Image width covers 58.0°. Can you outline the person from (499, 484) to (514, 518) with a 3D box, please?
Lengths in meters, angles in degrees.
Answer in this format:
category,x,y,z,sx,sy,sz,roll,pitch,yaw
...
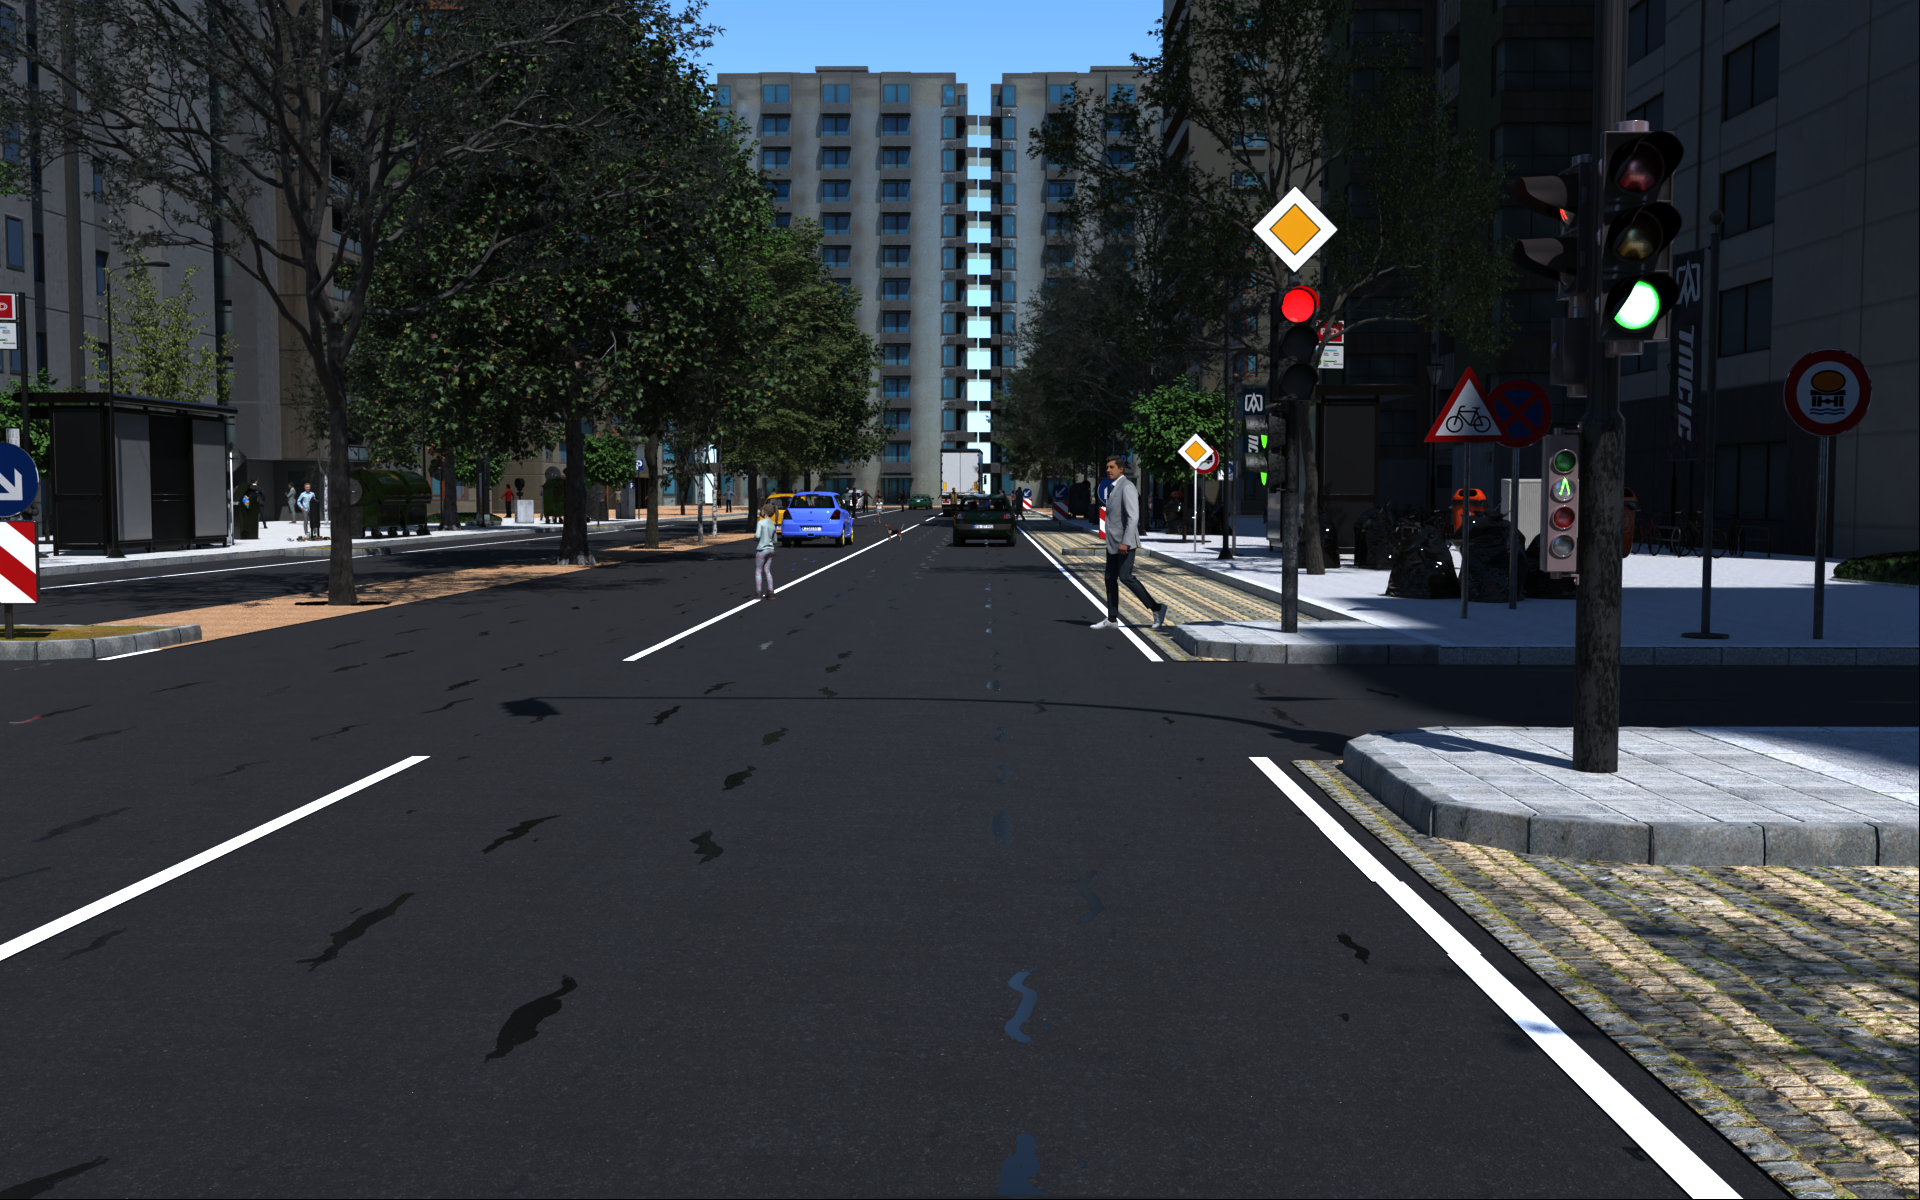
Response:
category,x,y,z,sx,sy,sz,roll,pitch,yaw
person,-24.388,-5.346,93.386,0.705,1.831,1.348,1,4,20

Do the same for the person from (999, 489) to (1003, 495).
category,x,y,z,sx,sy,sz,roll,pitch,yaw
person,3.145,-7.744,135.095,0.705,1.826,1.348,-2,4,-29

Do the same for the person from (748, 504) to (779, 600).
category,x,y,z,sx,sy,sz,roll,pitch,yaw
person,-2.667,-0.651,23.428,0.394,1.301,0.425,1,4,19

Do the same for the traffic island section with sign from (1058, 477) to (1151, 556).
category,x,y,z,sx,sy,sz,roll,pitch,yaw
traffic island section with sign,3.410,-1.959,40.655,1.989,1.847,2.006,0,4,1

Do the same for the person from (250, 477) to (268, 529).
category,x,y,z,sx,sy,sz,roll,pitch,yaw
person,-26.116,-3.607,64.379,0.648,1.900,0.474,-1,4,-16

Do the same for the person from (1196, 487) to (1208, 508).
category,x,y,z,sx,sy,sz,roll,pitch,yaw
person,14.775,-6.141,107.164,1.217,1.735,0.721,2,4,33

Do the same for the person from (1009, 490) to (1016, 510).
category,x,y,z,sx,sy,sz,roll,pitch,yaw
person,4.292,-7.826,137.161,0.721,1.736,1.217,3,5,41

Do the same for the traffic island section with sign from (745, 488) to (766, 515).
category,x,y,z,sx,sy,sz,roll,pitch,yaw
traffic island section with sign,-13.571,-6.693,118.056,1.989,1.847,2.006,0,4,1

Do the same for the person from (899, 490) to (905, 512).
category,x,y,z,sx,sy,sz,roll,pitch,yaw
person,-4.699,-7.957,139.423,0.721,1.723,1.217,1,4,17

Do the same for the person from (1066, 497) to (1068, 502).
category,x,y,z,sx,sy,sz,roll,pitch,yaw
person,10.712,-9.997,171.947,1.348,1.824,0.705,0,4,-2

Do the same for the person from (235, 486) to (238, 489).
category,x,y,z,sx,sy,sz,roll,pitch,yaw
person,-28.237,-3.665,67.779,0.330,1.601,0.589,-2,4,-33

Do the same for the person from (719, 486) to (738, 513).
category,x,y,z,sx,sy,sz,roll,pitch,yaw
person,-16.090,-6.996,120.411,1.348,1.826,0.705,1,4,10

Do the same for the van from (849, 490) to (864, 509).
category,x,y,z,sx,sy,sz,roll,pitch,yaw
van,-10.012,-9.626,164.398,2.013,2.044,4.112,0,4,2

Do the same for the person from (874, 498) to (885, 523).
category,x,y,z,sx,sy,sz,roll,pitch,yaw
person,-4.046,-4.492,86.963,0.505,1.210,0.382,-2,4,-23

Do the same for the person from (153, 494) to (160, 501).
category,x,y,z,sx,sy,sz,roll,pitch,yaw
person,-20.419,-2.263,43.396,0.716,1.782,0.532,-2,4,-27

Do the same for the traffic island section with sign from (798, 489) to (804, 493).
category,x,y,z,sx,sy,sz,roll,pitch,yaw
traffic island section with sign,-13.192,-8.346,145.086,1.989,1.847,2.006,0,4,1

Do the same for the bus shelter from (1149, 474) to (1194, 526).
category,x,y,z,sx,sy,sz,roll,pitch,yaw
bus shelter,8.804,-5.732,71.345,2.179,5.291,8.768,0,4,1

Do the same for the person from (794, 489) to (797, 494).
category,x,y,z,sx,sy,sz,roll,pitch,yaw
person,-15.167,-9.446,161.285,0.742,1.727,0.445,-3,5,-40

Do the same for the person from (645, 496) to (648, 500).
category,x,y,z,sx,sy,sz,roll,pitch,yaw
person,-19.833,-6.453,111.551,0.705,1.824,1.348,2,4,24

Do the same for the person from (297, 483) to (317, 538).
category,x,y,z,sx,sy,sz,roll,pitch,yaw
person,-19.103,-2.624,50.752,0.589,1.601,0.330,-2,4,-26

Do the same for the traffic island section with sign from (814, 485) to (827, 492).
category,x,y,z,sx,sy,sz,roll,pitch,yaw
traffic island section with sign,-7.406,-5.068,91.006,2.006,1.907,1.989,0,4,1

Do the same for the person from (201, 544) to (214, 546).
category,x,y,z,sx,sy,sz,roll,pitch,yaw
person,-18.596,-2.232,42.722,0.473,1.802,0.592,-2,4,-29

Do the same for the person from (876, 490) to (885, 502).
category,x,y,z,sx,sy,sz,roll,pitch,yaw
person,-6.014,-7.403,130.254,0.721,1.735,1.217,2,4,29

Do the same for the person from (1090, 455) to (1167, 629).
category,x,y,z,sx,sy,sz,roll,pitch,yaw
person,1.782,-0.612,18.354,0.795,1.843,0.661,-1,4,-10

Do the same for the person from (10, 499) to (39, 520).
category,x,y,z,sx,sy,sz,roll,pitch,yaw
person,-13.018,-0.935,23.977,0.537,1.800,0.526,-3,5,-41

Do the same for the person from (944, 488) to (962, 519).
category,x,y,z,sx,sy,sz,roll,pitch,yaw
person,-0.348,-5.673,101.345,1.348,1.812,0.705,-2,4,-25

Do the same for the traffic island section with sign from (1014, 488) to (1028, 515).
category,x,y,z,sx,sy,sz,roll,pitch,yaw
traffic island section with sign,4.452,-6.693,118.062,1.989,1.847,2.006,0,4,1

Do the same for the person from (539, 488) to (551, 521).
category,x,y,z,sx,sy,sz,roll,pitch,yaw
person,-20.106,-4.784,84.061,0.655,1.846,0.447,0,4,2

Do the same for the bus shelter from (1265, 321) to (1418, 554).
category,x,y,z,sx,sy,sz,roll,pitch,yaw
bus shelter,7.735,-3.653,37.360,2.179,5.291,8.768,0,4,1

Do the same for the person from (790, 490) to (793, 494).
category,x,y,z,sx,sy,sz,roll,pitch,yaw
person,-13.491,-7.953,139.259,1.217,1.735,0.721,1,4,11

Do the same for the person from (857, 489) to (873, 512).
category,x,y,z,sx,sy,sz,roll,pitch,yaw
person,-7.365,-7.728,134.989,1.348,1.807,0.705,1,4,15

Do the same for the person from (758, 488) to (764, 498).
category,x,y,z,sx,sy,sz,roll,pitch,yaw
person,-18.413,-9.279,157.719,1.348,1.831,0.705,1,4,16

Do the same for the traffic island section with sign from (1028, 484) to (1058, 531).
category,x,y,z,sx,sy,sz,roll,pitch,yaw
traffic island section with sign,3.782,-3.613,67.708,1.989,1.847,2.006,0,4,1

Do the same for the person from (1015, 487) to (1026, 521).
category,x,y,z,sx,sy,sz,roll,pitch,yaw
person,3.069,-4.999,90.338,0.767,1.812,0.694,0,4,-8

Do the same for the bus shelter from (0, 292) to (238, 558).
category,x,y,z,sx,sy,sz,roll,pitch,yaw
bus shelter,-18.413,-3.638,37.117,2.179,5.291,8.768,0,4,1

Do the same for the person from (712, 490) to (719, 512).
category,x,y,z,sx,sy,sz,roll,pitch,yaw
person,-17.875,-7.359,126.371,0.705,1.822,1.348,1,4,10

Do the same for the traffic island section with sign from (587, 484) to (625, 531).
category,x,y,z,sx,sy,sz,roll,pitch,yaw
traffic island section with sign,-14.239,-3.624,67.888,1.989,1.847,2.006,0,4,1

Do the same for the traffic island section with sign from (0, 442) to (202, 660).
category,x,y,z,sx,sy,sz,roll,pitch,yaw
traffic island section with sign,-8.411,-0.473,15.874,2.006,1.907,1.989,0,4,1

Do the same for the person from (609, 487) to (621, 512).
category,x,y,z,sx,sy,sz,roll,pitch,yaw
person,-24.681,-7.278,125.042,1.348,1.824,0.705,1,4,11

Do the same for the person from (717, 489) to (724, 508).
category,x,y,z,sx,sy,sz,roll,pitch,yaw
person,-22.304,-9.384,160.189,1.217,1.735,0.721,3,4,36

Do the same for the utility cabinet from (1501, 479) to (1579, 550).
category,x,y,z,sx,sy,sz,roll,pitch,yaw
utility cabinet,8.484,-1.009,25.183,1.173,1.500,0.318,0,4,-6

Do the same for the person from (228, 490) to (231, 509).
category,x,y,z,sx,sy,sz,roll,pitch,yaw
person,-32.378,-4.272,76.243,0.624,1.780,0.694,3,5,43

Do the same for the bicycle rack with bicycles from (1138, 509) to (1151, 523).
category,x,y,z,sx,sy,sz,roll,pitch,yaw
bicycle rack with bicycles,8.368,-3.983,78.512,2.925,0.926,2.852,-1,4,-13

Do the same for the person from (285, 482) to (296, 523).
category,x,y,z,sx,sy,sz,roll,pitch,yaw
person,-29.394,-4.270,76.041,0.466,1.800,0.511,-2,4,-27

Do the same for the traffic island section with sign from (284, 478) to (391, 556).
category,x,y,z,sx,sy,sz,roll,pitch,yaw
traffic island section with sign,-14.606,-1.975,40.916,1.989,1.847,2.006,0,4,1

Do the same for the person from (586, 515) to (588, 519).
category,x,y,z,sx,sy,sz,roll,pitch,yaw
person,-19.805,-5.049,88.810,1.509,1.804,0.699,3,5,40
